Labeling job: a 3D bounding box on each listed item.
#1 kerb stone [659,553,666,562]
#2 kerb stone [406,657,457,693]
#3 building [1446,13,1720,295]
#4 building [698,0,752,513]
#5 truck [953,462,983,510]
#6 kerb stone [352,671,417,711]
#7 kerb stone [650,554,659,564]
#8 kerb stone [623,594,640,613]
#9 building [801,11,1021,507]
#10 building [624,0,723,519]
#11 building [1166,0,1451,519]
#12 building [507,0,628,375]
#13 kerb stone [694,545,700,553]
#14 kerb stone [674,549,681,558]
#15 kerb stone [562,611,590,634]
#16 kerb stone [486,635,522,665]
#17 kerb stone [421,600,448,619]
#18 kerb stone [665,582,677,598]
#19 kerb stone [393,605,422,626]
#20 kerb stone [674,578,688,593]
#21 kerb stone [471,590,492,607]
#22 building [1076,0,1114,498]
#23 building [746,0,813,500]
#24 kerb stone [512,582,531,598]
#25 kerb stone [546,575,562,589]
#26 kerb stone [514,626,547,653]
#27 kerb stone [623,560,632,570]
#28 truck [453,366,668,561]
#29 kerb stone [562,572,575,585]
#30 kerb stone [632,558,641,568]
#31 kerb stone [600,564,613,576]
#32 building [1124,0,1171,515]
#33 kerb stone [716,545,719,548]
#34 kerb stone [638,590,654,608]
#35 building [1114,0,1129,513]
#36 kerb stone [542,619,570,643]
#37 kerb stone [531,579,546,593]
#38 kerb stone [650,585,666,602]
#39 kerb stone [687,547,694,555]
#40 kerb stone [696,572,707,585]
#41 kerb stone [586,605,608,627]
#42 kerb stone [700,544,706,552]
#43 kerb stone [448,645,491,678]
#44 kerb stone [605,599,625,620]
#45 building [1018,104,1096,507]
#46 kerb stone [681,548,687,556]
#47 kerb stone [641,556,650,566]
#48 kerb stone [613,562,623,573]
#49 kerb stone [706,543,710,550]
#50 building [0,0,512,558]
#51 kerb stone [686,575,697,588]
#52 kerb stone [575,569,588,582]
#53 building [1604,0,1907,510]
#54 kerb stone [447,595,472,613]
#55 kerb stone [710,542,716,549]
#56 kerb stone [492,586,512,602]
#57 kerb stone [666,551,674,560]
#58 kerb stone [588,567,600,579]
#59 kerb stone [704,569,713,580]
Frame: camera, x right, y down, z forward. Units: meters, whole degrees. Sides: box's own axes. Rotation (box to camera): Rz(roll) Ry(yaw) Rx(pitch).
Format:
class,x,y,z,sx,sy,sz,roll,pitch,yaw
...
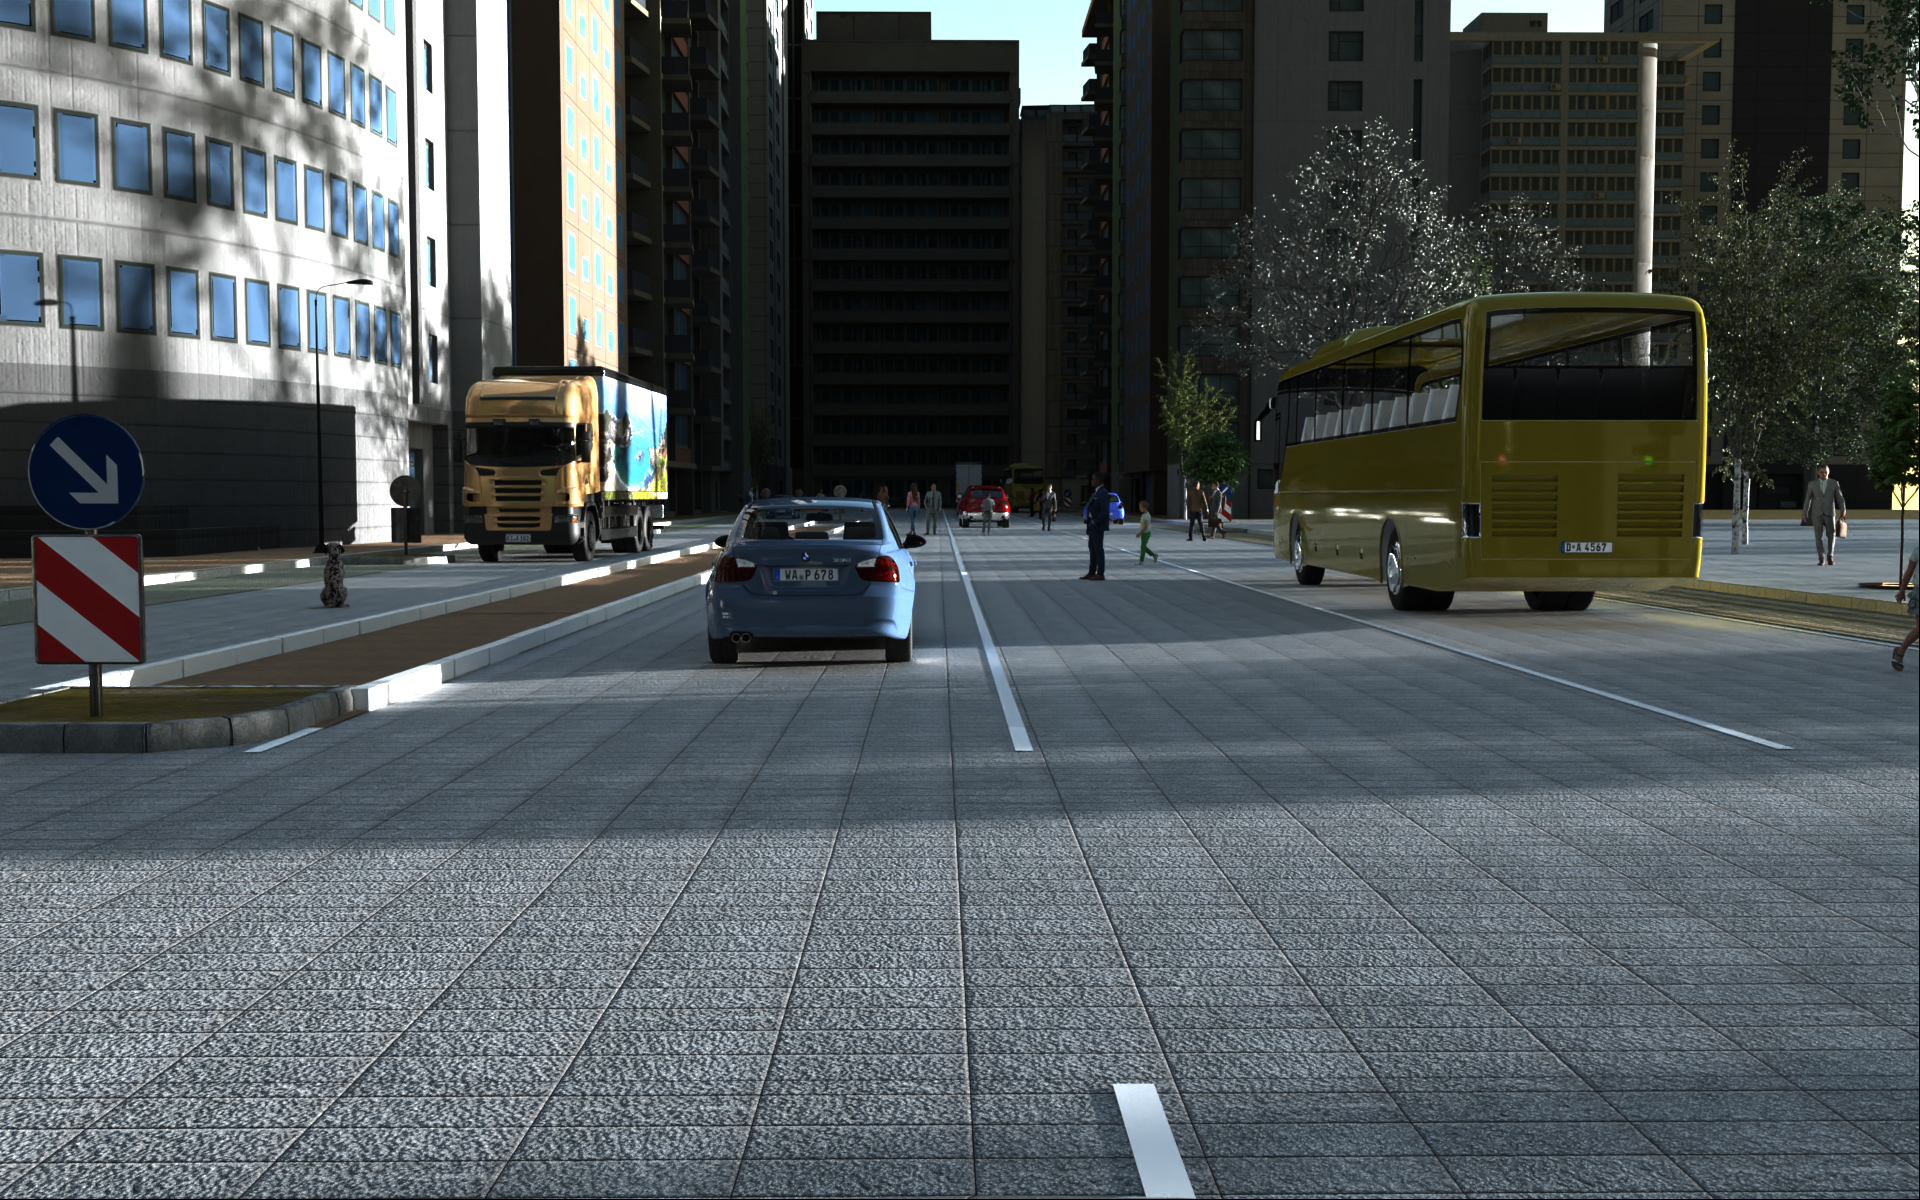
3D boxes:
class,x,y,z,sx,sy,sz,roll,pitch,yaw
kerb stone,-6.383,-0.872,36.492,0.120,0.150,1.000,0,4,-1
kerb stone,-3.978,0.569,12.932,0.120,0.150,1.000,0,4,-1
building,44.937,-27.763,145.811,23.993,40.220,32.217,0,4,-1
building,-22.489,-26.757,121.074,14.154,41.232,14.086,0,4,-1
truck,0.749,-10.228,156.135,2.839,4.237,11.283,0,4,0
kerb stone,-3.963,0.629,11.908,0.120,0.150,1.000,0,4,-1
kerb stone,-6.367,-0.812,35.470,0.120,0.150,1.000,0,4,-1
kerb stone,-4.081,0.067,21.122,0.120,0.150,1.000,0,4,-1
building,-4.926,-33.954,178.855,21.600,48.544,21.300,0,4,-1
building,-25.751,-27.209,99.486,22.147,44.769,28.867,0,4,-1
building,18.398,-19.877,96.692,14.160,30.474,14.107,0,4,-1
building,-22.584,-25.941,74.241,14.600,45.320,14.200,0,4,-1
kerb stone,-6.451,-1.187,41.622,0.120,0.150,1.000,0,4,-1
kerb stone,-6.409,-0.997,38.539,0.120,0.150,1.000,0,4,-1
kerb stone,-4.046,0.254,18.054,0.120,0.150,1.000,0,4,-1
kerb stone,-3.996,0.445,14.984,0.120,0.150,1.000,0,4,-1
kerb stone,-6.171,0.129,20.094,0.120,0.150,1.000,0,4,-1
kerb stone,-4.123,-0.123,24.202,0.120,0.150,1.000,0,4,-1
kerb stone,-6.158,0.191,19.072,0.120,0.150,1.000,0,4,-1
kerb stone,-4.136,-0.186,25.236,0.120,0.150,1.000,0,4,-1
kerb stone,-6.201,0.007,22.145,0.120,0.150,1.000,0,4,-1
building,21.779,-30.142,147.452,22.147,44.769,28.867,0,4,-1
building,-26.040,-45.287,178.700,20.611,71.187,20.563,0,4,-1
kerb stone,-6.213,-0.123,24.201,0.120,0.150,1.000,0,4,-1
kerb stone,-6.247,-0.245,26.260,0.120,0.150,1.000,0,4,-1
kerb stone,-4.017,0.379,16.006,0.120,0.150,1.000,0,4,-1
kerb stone,-6.334,-0.624,32.395,0.120,0.150,1.000,0,4,-1
truck,-8.995,-3.141,40.266,2.839,4.237,11.283,0,4,0
kerb stone,-6.263,-0.311,27.282,0.120,0.150,1.000,0,4,-1
kerb stone,-6.342,-0.686,33.417,0.120,0.150,1.000,0,4,-1
kerb stone,-6.286,-0.499,30.348,0.120,0.150,1.000,0,4,-1
building,18.257,-28.174,110.762,14.600,45.320,14.200,0,4,-1
kerb stone,-6.505,-1.437,45.725,0.120,0.150,1.000,0,4,-1
kerb stone,-4.092,0.004,22.148,0.120,0.150,1.000,0,4,-1
building,17.866,-26.999,125.035,14.154,41.232,14.086,0,4,-1
kerb stone,-4.030,0.320,17.032,0.120,0.150,1.000,0,4,-1
kerb stone,-6.234,-0.184,25.226,0.120,0.150,1.000,0,4,-1
kerb stone,-4.105,-0.060,23.180,0.120,0.150,1.000,0,4,-1
kerb stone,-6.437,-1.121,40.597,0.120,0.150,1.000,0,4,-1
kerb stone,-4.161,-0.307,27.286,0.120,0.150,1.000,0,4,-1
kerb stone,-4.058,0.192,19.077,0.120,0.150,1.000,0,4,-1
kerb stone,-6.456,-1.251,42.645,0.120,0.150,1.000,0,4,-1
kerb stone,-3.989,0.505,13.960,0.120,0.150,1.000,0,4,-1
kerb stone,-4.067,0.129,20.099,0.120,0.150,1.000,0,4,-1
building,12.951,-30.148,176.519,14.086,41.232,14.154,0,4,-1
kerb stone,-6.425,-1.062,39.566,0.120,0.150,1.000,0,4,-1
kerb stone,-6.353,-0.747,34.448,0.120,0.150,1.000,0,4,-1
kerb stone,-6.308,-0.561,31.371,0.120,0.150,1.000,0,4,-1
kerb stone,-6.482,-1.314,43.675,0.120,0.150,1.000,0,4,-1
building,-25.865,-30.743,44.641,21.231,58.520,28.212,0,4,-1
kerb stone,-4.153,-0.248,26.258,0.120,0.150,1.000,0,4,-1
kerb stone,-6.279,-0.374,28.304,0.120,0.150,1.000,0,4,-1
building,67.169,-43.646,151.863,20.611,71.187,20.563,0,4,-1
kerb stone,-6.179,0.066,21.123,0.120,0.150,1.000,0,4,-1
kerb stone,-6.487,-1.377,44.703,0.120,0.150,1.000,0,4,-1
kerb stone,-6.210,-0.060,23.171,0.120,0.150,1.000,0,4,-1
kerb stone,-6.395,-0.937,37.517,0.120,0.150,1.000,0,4,-1
kerb stone,-6.297,-0.436,29.326,0.120,0.150,1.000,0,4,-1
kerb stone,-4.171,-0.374,28.310,0.120,0.150,1.000,0,4,-1
